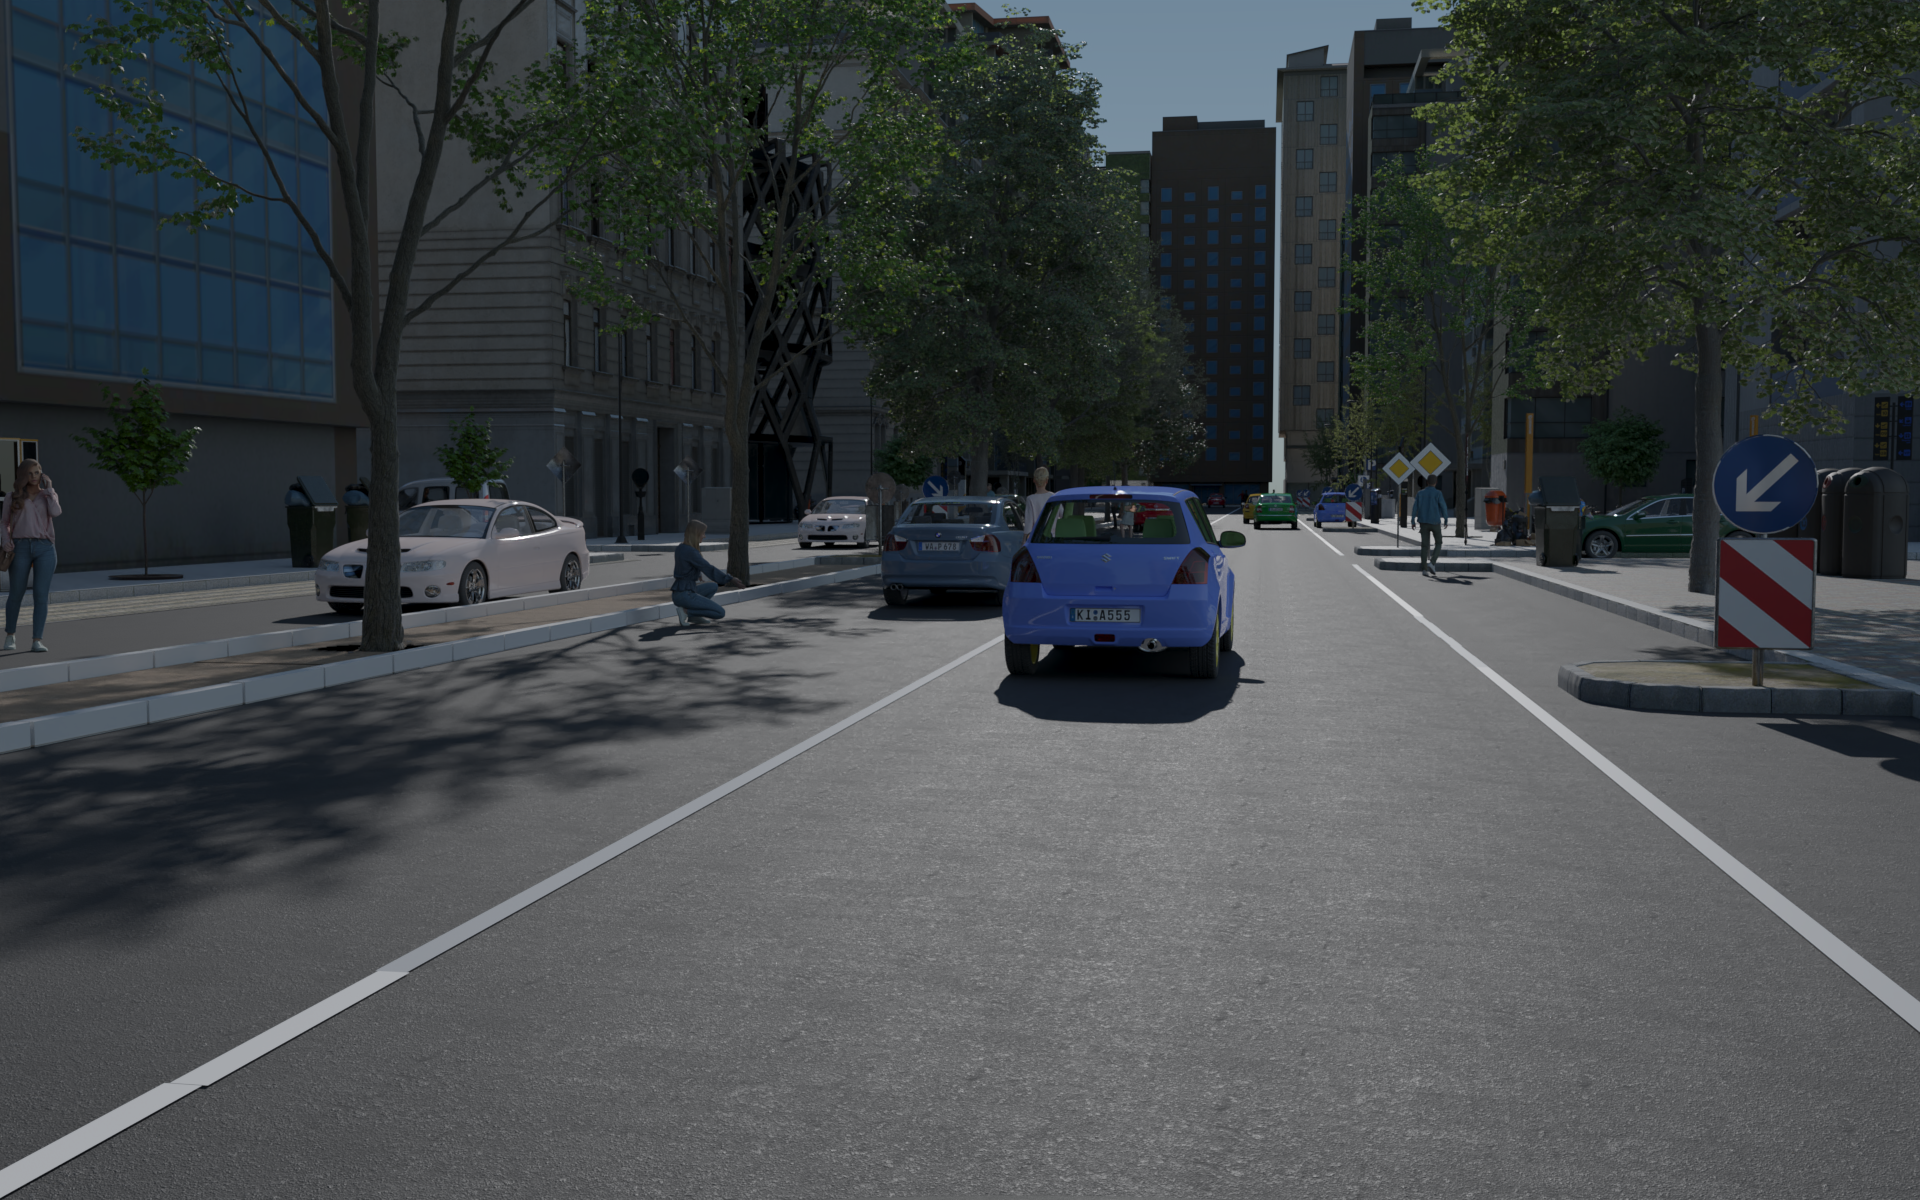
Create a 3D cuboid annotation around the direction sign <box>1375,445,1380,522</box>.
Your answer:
[{"bbox_3d":[19.103,-5.351,79.484,0.379,3.537,0.876,1,4,12],"label":"direction sign"}]

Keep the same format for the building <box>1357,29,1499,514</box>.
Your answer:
[{"bbox_3d":[49.838,-27.659,144.113,32.217,40.220,23.993,1,4,10],"label":"building"}]

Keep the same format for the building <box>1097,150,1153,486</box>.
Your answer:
[{"bbox_3d":[16.497,-32.203,210.112,14.086,41.232,14.154,1,4,10],"label":"building"}]

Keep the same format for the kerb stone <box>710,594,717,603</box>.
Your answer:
[{"bbox_3d":[-3.252,0.049,21.401,0.120,0.150,1.000,1,4,10],"label":"kerb stone"}]

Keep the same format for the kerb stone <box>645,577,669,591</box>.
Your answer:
[{"bbox_3d":[-4.600,-0.220,25.789,0.120,0.150,1.000,1,4,10],"label":"kerb stone"}]

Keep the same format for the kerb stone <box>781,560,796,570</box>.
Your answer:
[{"bbox_3d":[-3.353,-0.652,32.852,0.120,0.150,1.000,1,4,10],"label":"kerb stone"}]

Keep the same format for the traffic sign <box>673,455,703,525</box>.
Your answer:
[{"bbox_3d":[-6.966,-2.493,44.397,0.795,2.450,0.064,1,4,10],"label":"traffic sign"}]

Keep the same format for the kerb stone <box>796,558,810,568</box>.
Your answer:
[{"bbox_3d":[-3.173,-0.714,33.863,0.120,0.150,1.000,1,4,10],"label":"kerb stone"}]

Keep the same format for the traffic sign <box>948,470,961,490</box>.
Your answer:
[{"bbox_3d":[-0.313,-5.700,93.297,0.768,2.556,0.104,1,4,17],"label":"traffic sign"}]

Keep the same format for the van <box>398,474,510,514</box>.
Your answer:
[{"bbox_3d":[-13.068,-2.157,42.282,4.112,2.044,2.013,1,4,8],"label":"van"}]

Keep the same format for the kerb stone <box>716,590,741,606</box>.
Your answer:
[{"bbox_3d":[-3.076,-0.013,22.408,0.120,0.150,1.000,1,4,10],"label":"kerb stone"}]

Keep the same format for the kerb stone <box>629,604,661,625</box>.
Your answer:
[{"bbox_3d":[-3.601,0.173,19.382,0.120,0.150,1.000,1,4,10],"label":"kerb stone"}]

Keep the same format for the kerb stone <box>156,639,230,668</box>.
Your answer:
[{"bbox_3d":[-6.562,0.460,14.682,0.120,0.150,1.000,1,4,10],"label":"kerb stone"}]

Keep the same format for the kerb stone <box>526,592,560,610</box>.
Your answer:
[{"bbox_3d":[-5.315,0.027,21.755,0.120,0.150,1.000,1,4,10],"label":"kerb stone"}]

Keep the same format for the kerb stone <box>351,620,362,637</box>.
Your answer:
[{"bbox_3d":[-6.035,0.279,17.721,0.120,0.150,1.000,1,4,10],"label":"kerb stone"}]

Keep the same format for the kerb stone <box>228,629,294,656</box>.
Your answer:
[{"bbox_3d":[-6.385,0.398,15.688,0.120,0.150,1.000,1,4,10],"label":"kerb stone"}]

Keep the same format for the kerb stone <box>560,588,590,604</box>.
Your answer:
[{"bbox_3d":[-5.141,-0.035,22.762,0.120,0.150,1.000,1,4,10],"label":"kerb stone"}]

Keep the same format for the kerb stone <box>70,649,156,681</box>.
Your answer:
[{"bbox_3d":[-6.744,0.523,13.676,0.120,0.150,1.000,1,4,10],"label":"kerb stone"}]

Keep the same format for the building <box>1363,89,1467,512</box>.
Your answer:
[{"bbox_3d":[36.916,-21.754,127.374,14.160,30.474,14.107,1,4,10],"label":"building"}]

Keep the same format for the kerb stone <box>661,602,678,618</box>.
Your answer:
[{"bbox_3d":[-3.420,0.113,20.388,0.120,0.150,1.000,1,4,10],"label":"kerb stone"}]

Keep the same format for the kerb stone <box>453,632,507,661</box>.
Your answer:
[{"bbox_3d":[-4.314,0.419,15.349,0.120,0.150,1.000,1,4,10],"label":"kerb stone"}]

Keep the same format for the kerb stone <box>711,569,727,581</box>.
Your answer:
[{"bbox_3d":[-4.066,-0.404,28.808,0.120,0.150,1.000,1,4,10],"label":"kerb stone"}]

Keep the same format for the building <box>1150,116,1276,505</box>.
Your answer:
[{"bbox_3d":[30.474,-34.111,207.818,14.200,45.320,14.600,1,4,10],"label":"building"}]

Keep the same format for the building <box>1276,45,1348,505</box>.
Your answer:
[{"bbox_3d":[52.245,-38.029,211.006,27.495,52.752,28.713,1,4,10],"label":"building"}]

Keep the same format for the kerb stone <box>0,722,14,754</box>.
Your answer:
[{"bbox_3d":[-5.391,0.793,9.290,0.120,0.150,1.000,1,4,10],"label":"kerb stone"}]

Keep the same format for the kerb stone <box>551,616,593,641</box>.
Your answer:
[{"bbox_3d":[-3.958,0.297,17.369,0.120,0.150,1.000,1,4,10],"label":"kerb stone"}]

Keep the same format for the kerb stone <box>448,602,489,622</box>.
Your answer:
[{"bbox_3d":[-5.672,0.151,19.736,0.120,0.150,1.000,1,4,10],"label":"kerb stone"}]

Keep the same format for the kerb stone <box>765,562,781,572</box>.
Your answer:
[{"bbox_3d":[-3.533,-0.590,31.837,0.120,0.150,1.000,1,4,10],"label":"kerb stone"}]

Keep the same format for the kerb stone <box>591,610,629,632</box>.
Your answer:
[{"bbox_3d":[-3.775,0.235,18.375,0.120,0.150,1.000,1,4,10],"label":"kerb stone"}]

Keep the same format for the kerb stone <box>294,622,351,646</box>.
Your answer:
[{"bbox_3d":[-6.210,0.336,16.698,0.120,0.150,1.000,1,4,10],"label":"kerb stone"}]

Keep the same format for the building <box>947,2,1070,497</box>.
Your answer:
[{"bbox_3d":[-1.773,-30.864,159.244,22.147,44.769,28.867,1,4,10],"label":"building"}]

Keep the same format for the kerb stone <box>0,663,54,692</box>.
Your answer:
[{"bbox_3d":[-6.921,0.583,12.670,0.120,0.150,1.000,1,4,10],"label":"kerb stone"}]

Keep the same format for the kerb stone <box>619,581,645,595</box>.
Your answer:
[{"bbox_3d":[-4.779,-0.158,24.778,0.120,0.150,1.000,1,4,10],"label":"kerb stone"}]

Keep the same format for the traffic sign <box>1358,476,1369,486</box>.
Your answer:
[{"bbox_3d":[22.026,-5.654,94.568,0.606,2.300,0.079,1,4,17],"label":"traffic sign"}]

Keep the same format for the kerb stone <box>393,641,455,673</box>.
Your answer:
[{"bbox_3d":[-4.493,0.480,14.342,0.120,0.150,1.000,1,4,10],"label":"kerb stone"}]

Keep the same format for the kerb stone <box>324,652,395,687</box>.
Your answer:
[{"bbox_3d":[-4.672,0.542,13.328,0.120,0.150,1.000,1,4,10],"label":"kerb stone"}]

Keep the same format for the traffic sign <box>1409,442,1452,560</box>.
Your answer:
[{"bbox_3d":[9.069,-1.823,33.450,0.795,2.450,0.064,1,4,10],"label":"traffic sign"}]

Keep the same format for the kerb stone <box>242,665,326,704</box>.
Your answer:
[{"bbox_3d":[-4.847,0.604,12.315,0.120,0.150,1.000,1,4,10],"label":"kerb stone"}]

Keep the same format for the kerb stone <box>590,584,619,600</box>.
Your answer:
[{"bbox_3d":[-4.956,-0.096,23.771,0.120,0.150,1.000,1,4,10],"label":"kerb stone"}]

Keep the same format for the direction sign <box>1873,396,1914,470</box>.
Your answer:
[{"bbox_3d":[21.636,-2.949,40.216,0.379,3.537,0.876,-3,4,-36],"label":"direction sign"}]

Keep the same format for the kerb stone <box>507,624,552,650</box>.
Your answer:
[{"bbox_3d":[-4.139,0.358,16.358,0.120,0.150,1.000,1,4,10],"label":"kerb stone"}]

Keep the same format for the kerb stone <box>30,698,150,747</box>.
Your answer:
[{"bbox_3d":[-5.208,0.732,10.301,0.120,0.150,1.000,1,4,10],"label":"kerb stone"}]

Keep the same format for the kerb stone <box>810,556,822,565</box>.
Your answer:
[{"bbox_3d":[-3.008,-0.772,34.872,0.120,0.150,1.000,1,4,10],"label":"kerb stone"}]

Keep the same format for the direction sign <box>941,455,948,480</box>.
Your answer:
[{"bbox_3d":[-0.892,-6.462,97.649,0.379,3.537,0.876,-2,4,-24],"label":"direction sign"}]

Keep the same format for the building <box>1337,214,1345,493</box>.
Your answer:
[{"bbox_3d":[46.194,-24.897,178.773,14.160,30.474,14.107,1,4,10],"label":"building"}]

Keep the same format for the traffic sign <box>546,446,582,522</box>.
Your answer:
[{"bbox_3d":[-8.353,-2.012,36.533,0.795,2.450,0.064,1,4,10],"label":"traffic sign"}]

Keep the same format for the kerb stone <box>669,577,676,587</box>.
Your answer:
[{"bbox_3d":[-4.421,-0.281,26.795,0.120,0.150,1.000,1,4,10],"label":"kerb stone"}]

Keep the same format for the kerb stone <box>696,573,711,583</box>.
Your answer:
[{"bbox_3d":[-4.250,-0.343,27.802,0.120,0.150,1.000,1,4,10],"label":"kerb stone"}]

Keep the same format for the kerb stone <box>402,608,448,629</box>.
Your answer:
[{"bbox_3d":[-5.852,0.212,18.726,0.120,0.150,1.000,1,4,10],"label":"kerb stone"}]

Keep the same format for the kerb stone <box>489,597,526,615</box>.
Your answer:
[{"bbox_3d":[-5.499,0.088,20.750,0.120,0.150,1.000,1,4,10],"label":"kerb stone"}]

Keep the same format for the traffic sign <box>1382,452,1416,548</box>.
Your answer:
[{"bbox_3d":[10.457,-2.304,41.314,0.795,2.450,0.064,1,4,10],"label":"traffic sign"}]

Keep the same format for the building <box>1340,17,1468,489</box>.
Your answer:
[{"bbox_3d":[43.850,-31.453,164.364,14.600,45.320,14.200,1,4,10],"label":"building"}]

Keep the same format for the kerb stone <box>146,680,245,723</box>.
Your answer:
[{"bbox_3d":[-5.030,0.671,11.308,0.120,0.150,1.000,1,4,10],"label":"kerb stone"}]

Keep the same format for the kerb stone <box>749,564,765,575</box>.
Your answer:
[{"bbox_3d":[-3.718,-0.523,30.828,0.120,0.150,1.000,1,4,10],"label":"kerb stone"}]
